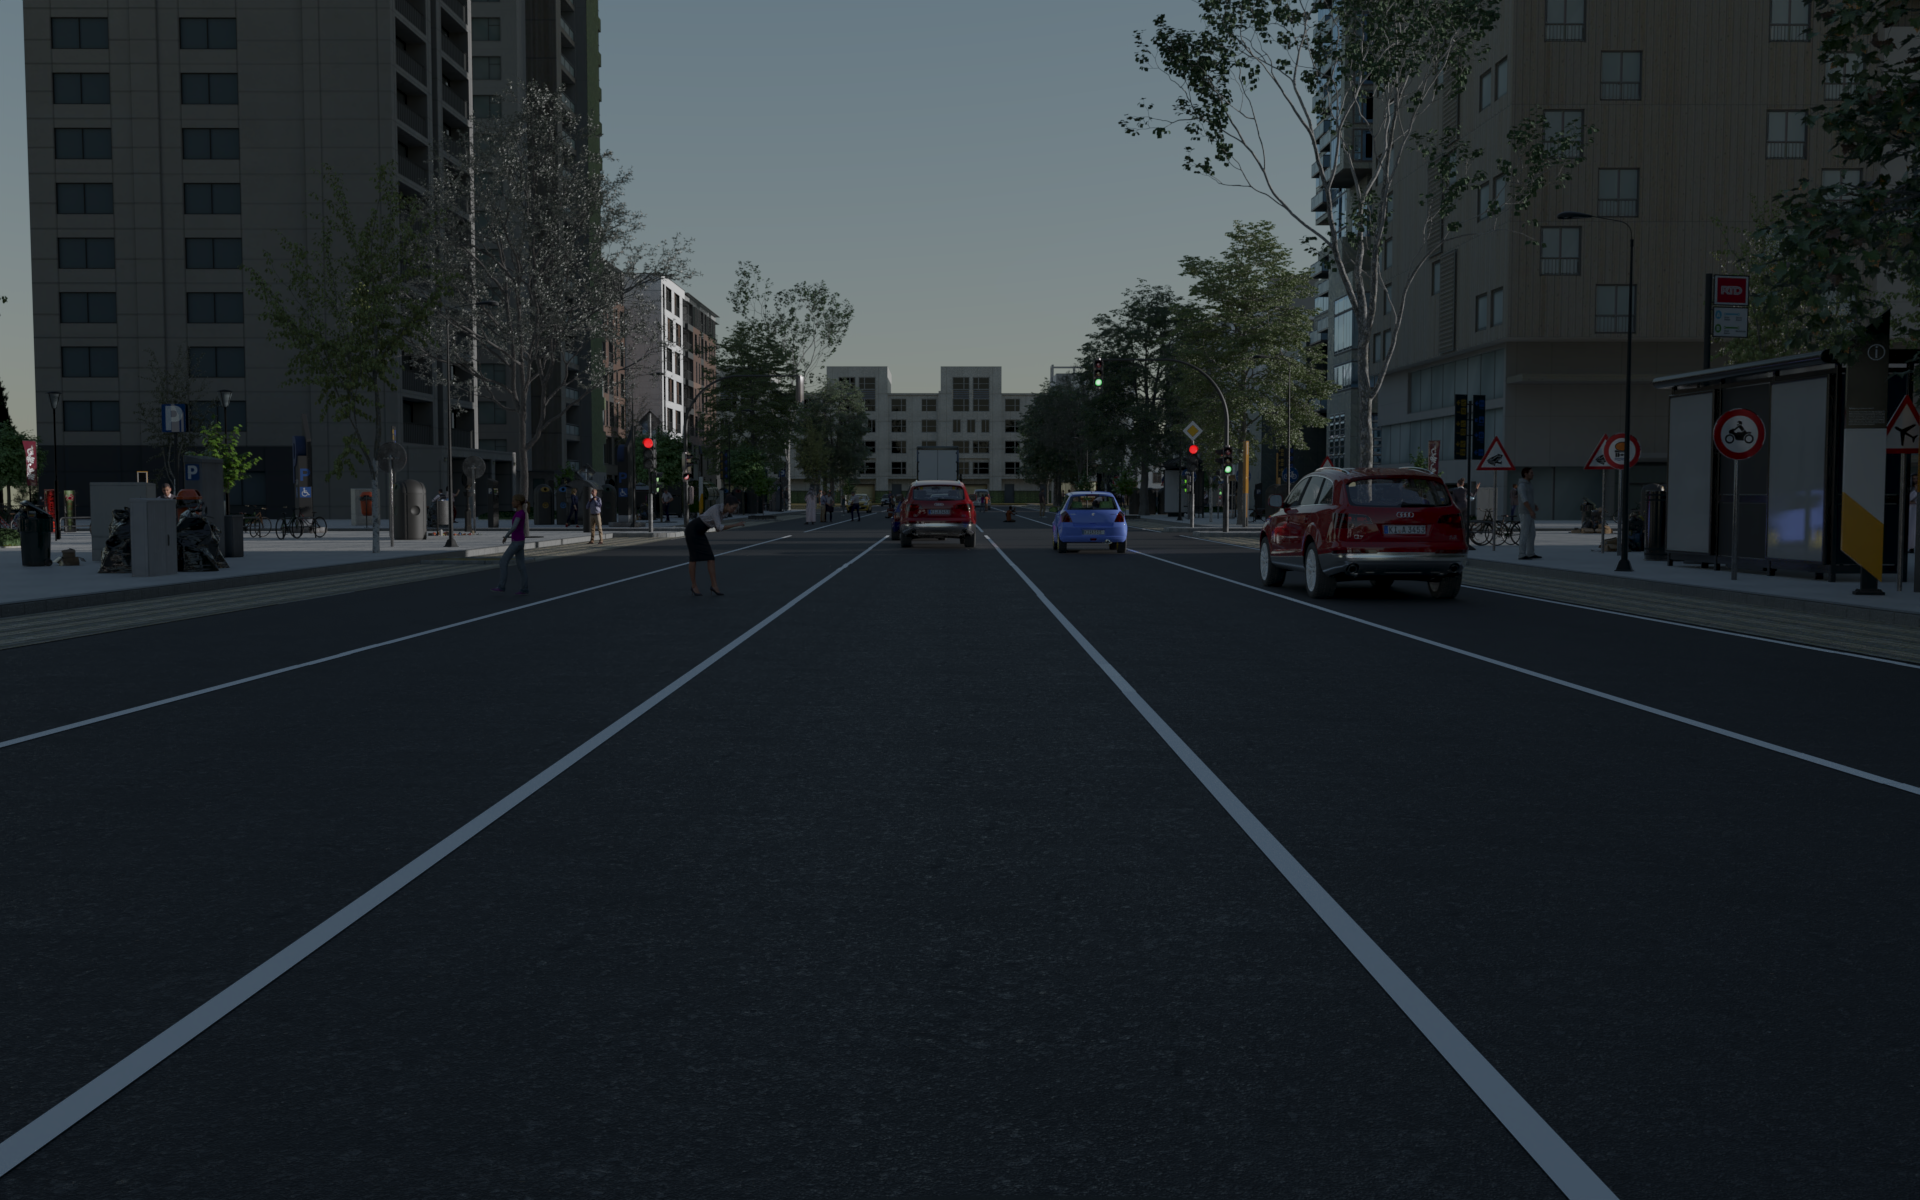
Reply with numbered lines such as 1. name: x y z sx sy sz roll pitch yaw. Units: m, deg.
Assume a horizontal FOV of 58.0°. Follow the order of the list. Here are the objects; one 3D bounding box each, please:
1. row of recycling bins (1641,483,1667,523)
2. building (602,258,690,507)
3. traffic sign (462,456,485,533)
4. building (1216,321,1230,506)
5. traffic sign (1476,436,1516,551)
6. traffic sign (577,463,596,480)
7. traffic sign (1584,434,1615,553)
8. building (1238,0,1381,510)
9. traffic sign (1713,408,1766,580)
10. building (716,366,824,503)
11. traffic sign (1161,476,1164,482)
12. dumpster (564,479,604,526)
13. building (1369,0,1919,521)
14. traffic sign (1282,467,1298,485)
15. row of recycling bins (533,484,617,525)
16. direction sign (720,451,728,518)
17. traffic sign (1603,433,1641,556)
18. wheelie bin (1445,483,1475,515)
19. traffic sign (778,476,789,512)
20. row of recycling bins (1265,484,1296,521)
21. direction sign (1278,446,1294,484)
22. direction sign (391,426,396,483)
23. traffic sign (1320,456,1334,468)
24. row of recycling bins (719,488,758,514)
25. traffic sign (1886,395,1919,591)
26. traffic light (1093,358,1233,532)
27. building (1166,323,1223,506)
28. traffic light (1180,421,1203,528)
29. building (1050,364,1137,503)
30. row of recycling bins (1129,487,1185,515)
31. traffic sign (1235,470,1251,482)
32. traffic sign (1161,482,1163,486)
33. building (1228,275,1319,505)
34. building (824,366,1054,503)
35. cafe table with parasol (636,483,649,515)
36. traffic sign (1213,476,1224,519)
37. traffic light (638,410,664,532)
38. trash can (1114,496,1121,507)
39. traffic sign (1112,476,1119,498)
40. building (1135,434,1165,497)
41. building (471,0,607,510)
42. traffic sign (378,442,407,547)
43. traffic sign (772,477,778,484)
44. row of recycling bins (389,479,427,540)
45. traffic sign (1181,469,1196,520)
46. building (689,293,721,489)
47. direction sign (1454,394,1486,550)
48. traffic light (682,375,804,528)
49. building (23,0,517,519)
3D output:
1. row of recycling bins: 28.031 -3.709 67.751 3.534 1.692 1.069 -2 4 -26
2. building: -41.395 -19.195 157.811 27.936 21.610 32.646 0 4 0
3. traffic sign: -16.084 -3.499 57.311 0.768 2.556 0.104 0 4 2
4. building: 32.898 -18.970 166.577 16.016 20.091 11.380 0 4 0
5. traffic sign: 12.006 -2.377 38.873 0.884 2.594 0.081 0 4 1
6. traffic sign: -15.742 -4.479 72.959 0.795 2.593 0.064 0 4 1
7. traffic sign: 13.890 -2.285 37.369 0.884 2.594 0.081 0 4 5
8. building: 34.086 -49.640 124.285 22.319 86.520 31.000 0 4 0
9. traffic sign: 11.562 -1.571 25.789 0.768 2.556 0.104 0 4 2
10. building: -34.807 -23.299 247.397 31.486 18.905 16.747 0 4 0
11. traffic sign: 13.598 -6.949 113.720 0.768 2.556 0.104 0 4 0
12. dumpster: -15.049 -3.886 69.294 1.264 1.857 1.865 0 4 -1
13. building: 38.622 -30.867 93.909 27.495 52.752 28.713 0 4 0
14. traffic sign: 15.356 -4.926 80.640 0.768 2.556 0.104 0 4 1
15. row of recycling bins: -16.010 -3.972 72.047 3.534 1.692 1.069 0 4 4
16. direction sign: -12.488 -6.096 91.659 0.379 3.537 0.876 -2 4 -34
17. traffic sign: 13.726 -2.195 35.996 0.768 2.556 0.104 0 4 3
18. wheelie bin: 14.011 -2.503 48.835 0.980 1.594 0.693 1 4 13
19. traffic sign: -12.732 -7.630 124.850 0.768 2.556 0.104 0 4 6
20. row of recycling bins: 13.271 -3.794 69.144 1.069 1.692 3.534 -1 4 -19
21. direction sign: 15.471 -5.521 82.262 0.379 3.537 0.876 -3 5 -45
22. direction sign: -18.881 -4.026 57.829 0.379 3.537 0.876 -1 4 -12
23. traffic sign: 12.457 -3.597 58.812 0.884 2.594 0.081 0 4 4
24. row of recycling bins: -14.763 -6.372 111.295 3.534 1.692 1.069 -2 4 -26
25. traffic sign: 12.403 -1.394 22.792 0.884 2.594 0.081 0 4 2
26. traffic light: 6.831 -5.103 58.103 4.771 5.953 1.251 0 4 0
27. building: 32.664 -19.667 188.007 16.747 18.905 31.486 0 4 0
28. traffic light: 8.864 -4.729 66.244 0.839 4.253 0.868 0 4 0
29. building: 18.700 -23.886 246.958 11.380 20.091 16.016 0 4 0
30. row of recycling bins: 12.336 -6.194 108.384 3.534 1.692 1.069 -1 4 -9
31. traffic sign: 14.050 -5.252 85.980 0.768 2.556 0.104 1 4 8
32. traffic sign: 13.372 -6.832 111.706 0.884 2.594 0.081 0 4 3
33. building: 33.249 -18.269 155.116 16.016 20.091 11.380 0 4 0
34. building: -2.740 -23.334 247.970 31.486 18.905 16.747 0 4 0
35. cafe table with parasol: -18.845 -5.939 101.970 2.610 1.966 2.610 2 4 34
36. traffic sign: 13.395 -5.485 89.791 0.768 2.556 0.104 0 4 7
37. traffic light: -10.379 -4.231 58.105 0.839 4.253 0.868 0 4 0
38. trash can: 11.088 -6.770 122.345 0.748 1.137 0.748 0 3 0
39. traffic sign: 11.227 -7.530 123.223 0.768 2.556 0.104 0 4 2
40. building: 38.450 -18.454 243.869 28.070 9.664 9.099 0 4 0
41. building: -33.451 -26.799 121.753 14.154 41.232 14.086 0 4 0
42. traffic sign: -13.834 -2.570 42.122 0.768 2.556 0.104 0 4 3
43. traffic sign: -14.162 -8.038 131.524 0.768 2.556 0.104 1 4 9
44. row of recycling bins: -15.878 -2.616 49.891 1.069 1.692 3.534 -1 4 -21
45. traffic sign: 11.479 -5.313 86.979 0.768 2.556 0.104 0 4 5
46. building: -43.871 -21.126 189.382 32.646 21.610 27.936 0 4 0
47. direction sign: 11.609 -2.905 39.501 0.876 3.537 0.379 -2 4 -26
48. traffic light: -8.345 -5.595 66.140 4.771 5.953 1.251 0 4 0
49. building: -36.354 -40.200 95.517 20.563 71.187 20.611 0 4 0
